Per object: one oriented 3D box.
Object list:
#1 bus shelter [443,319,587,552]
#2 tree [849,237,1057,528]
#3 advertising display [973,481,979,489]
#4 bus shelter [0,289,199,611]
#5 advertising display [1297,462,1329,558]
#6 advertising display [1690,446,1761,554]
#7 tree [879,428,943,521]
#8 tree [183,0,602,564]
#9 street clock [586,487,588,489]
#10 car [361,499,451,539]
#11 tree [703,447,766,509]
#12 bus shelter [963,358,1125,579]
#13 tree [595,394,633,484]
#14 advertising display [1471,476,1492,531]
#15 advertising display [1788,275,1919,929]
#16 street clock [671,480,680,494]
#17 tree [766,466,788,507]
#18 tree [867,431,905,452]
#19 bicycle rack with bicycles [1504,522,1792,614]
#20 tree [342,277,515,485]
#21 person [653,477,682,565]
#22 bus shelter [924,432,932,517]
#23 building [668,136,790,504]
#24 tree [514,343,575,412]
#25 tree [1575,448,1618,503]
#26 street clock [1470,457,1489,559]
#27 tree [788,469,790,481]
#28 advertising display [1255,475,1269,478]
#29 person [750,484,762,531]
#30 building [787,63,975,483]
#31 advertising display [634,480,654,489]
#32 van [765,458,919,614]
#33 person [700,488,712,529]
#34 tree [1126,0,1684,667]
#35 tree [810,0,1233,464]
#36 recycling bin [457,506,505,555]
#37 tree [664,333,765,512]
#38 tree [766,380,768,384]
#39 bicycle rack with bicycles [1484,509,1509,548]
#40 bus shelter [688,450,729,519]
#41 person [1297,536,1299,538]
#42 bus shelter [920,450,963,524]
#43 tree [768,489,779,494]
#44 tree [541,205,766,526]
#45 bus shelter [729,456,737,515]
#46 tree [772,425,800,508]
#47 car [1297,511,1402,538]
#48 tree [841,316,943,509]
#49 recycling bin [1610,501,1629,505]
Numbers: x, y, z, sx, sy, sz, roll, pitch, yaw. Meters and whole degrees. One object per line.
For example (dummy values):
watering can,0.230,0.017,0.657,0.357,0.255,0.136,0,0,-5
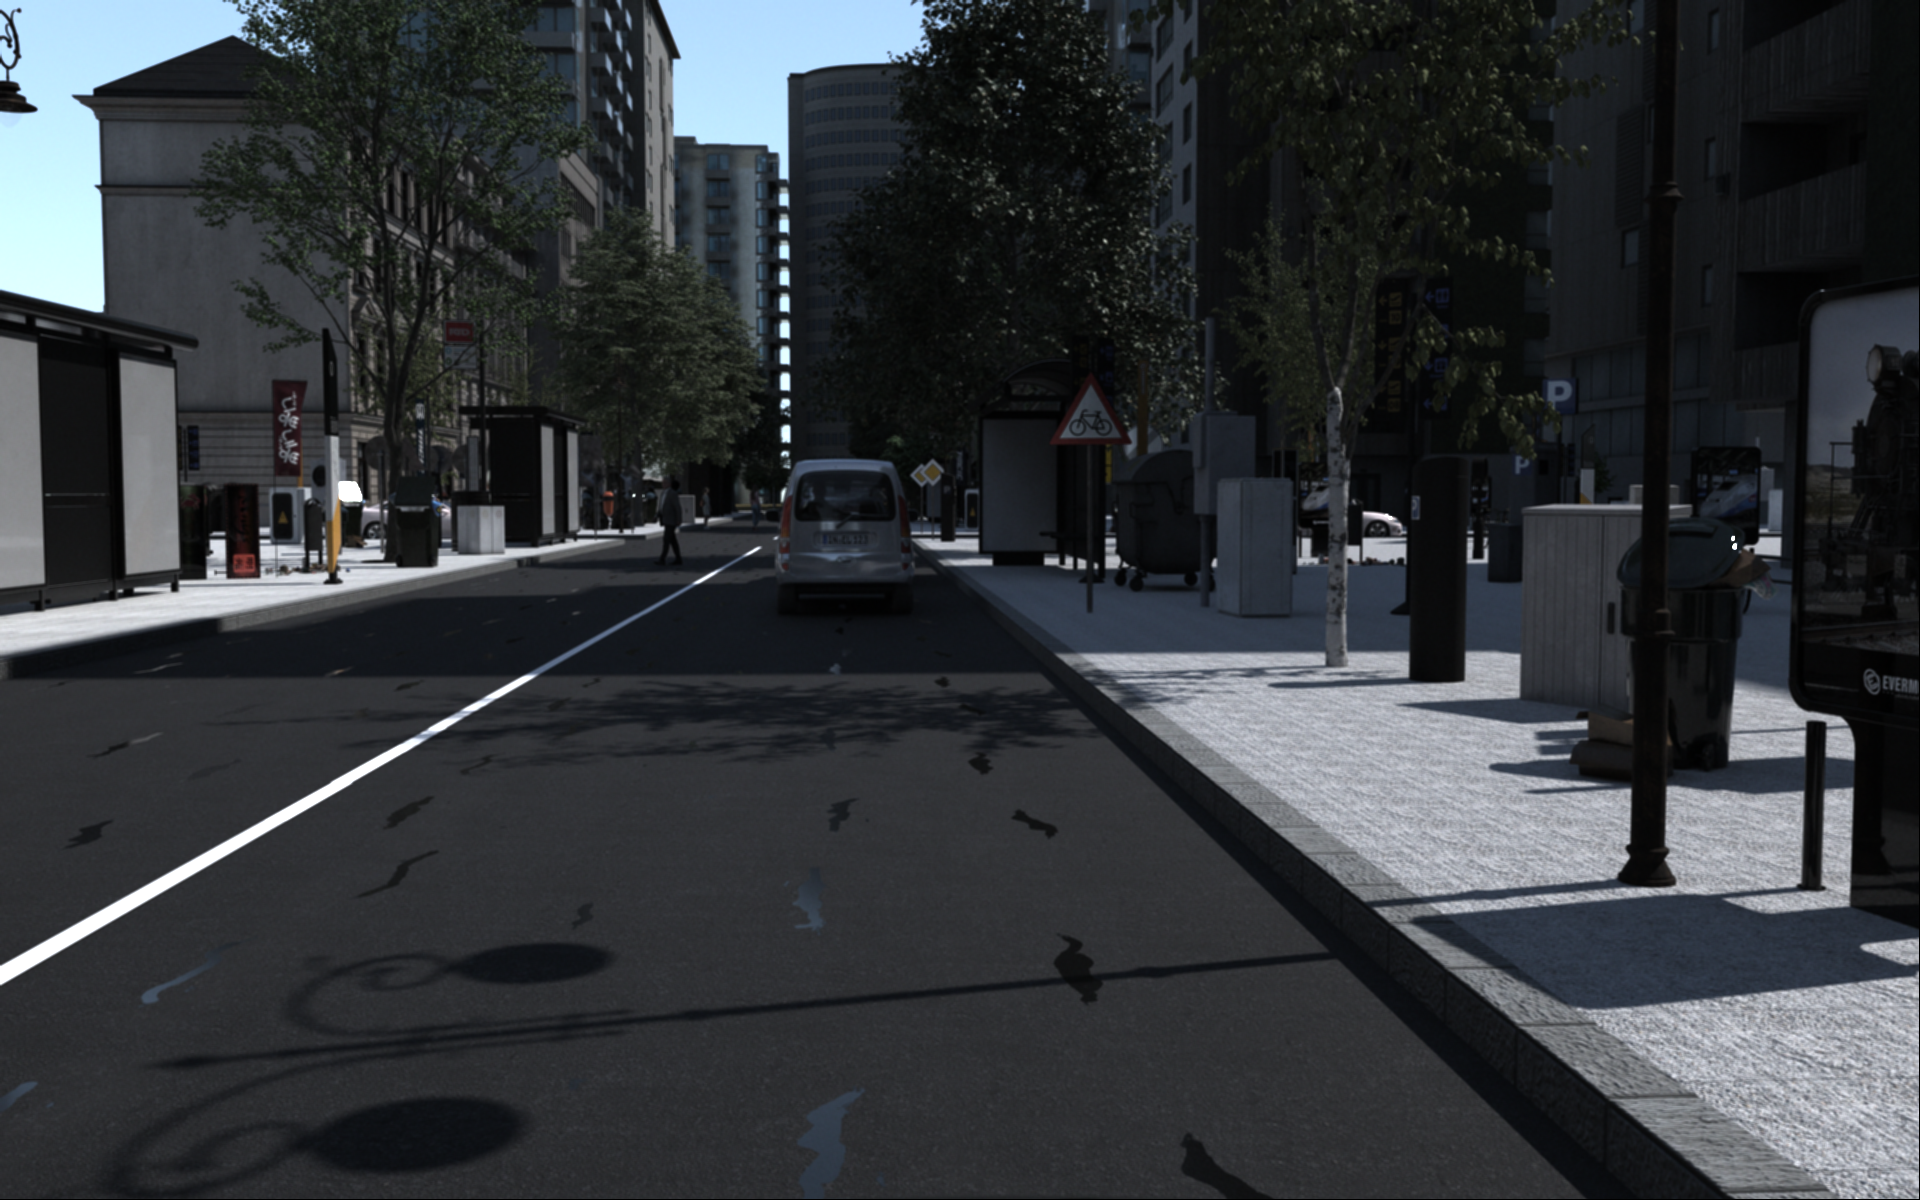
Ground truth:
bus shelter,-10.942,-3.974,42.600,2.179,5.291,8.768,0,4,-3
tree,-0.159,-8.612,66.569,9.928,11.665,9.643,0,3,0
advertising display,0.913,-4.983,86.684,0.123,1.923,0.974,-1,4,-22
bus shelter,-10.792,-2.486,18.280,2.179,5.291,8.768,0,4,-3
advertising display,7.301,-1.826,35.067,0.974,1.923,0.123,-1,4,-11
advertising display,10.413,-1.124,23.588,0.974,1.923,0.123,-1,4,-9
tree,-2.288,-6.098,83.411,4.285,4.588,4.351,0,3,0
tree,-10.437,-6.494,31.934,9.928,11.665,9.643,0,3,0
street clock,-20.031,-5.467,93.959,0.471,2.002,0.358,1,4,9
car,-15.493,-2.349,50.762,4.827,1.381,2.083,0,4,-3
tree,-15.748,-7.868,112.350,4.285,4.588,4.351,0,3,0
bus shelter,1.280,-2.117,28.539,2.014,3.302,5.546,0,4,-4
tree,-22.483,-9.927,112.674,4.360,8.622,3.978,0,3,0
advertising display,18.256,-3.392,60.673,0.123,1.923,0.974,-1,4,-20
advertising display,2.855,0.003,5.165,0.123,1.923,0.974,-1,4,-12
street clock,-15.089,-5.338,91.841,0.471,2.002,0.358,-1,4,-10
tree,-17.971,-10.309,152.262,4.285,4.588,4.351,0,3,0
tree,-6.087,-12.340,152.124,4.360,8.622,3.978,0,3,0
bicycle rack with bicycles,7.787,-0.338,18.907,2.852,0.926,2.925,0,4,3
tree,-18.070,-6.542,57.324,4.737,8.622,4.395,0,3,0
person,-5.927,-1.590,34.893,0.661,1.777,0.834,3,5,41
bus shelter,-1.952,-7.193,95.235,2.179,5.291,8.768,0,4,-3
building,-38.363,-37.599,234.351,30.456,49.044,23.786,0,4,-3
tree,-20.775,-8.133,83.333,4.737,8.622,4.395,0,3,0
tree,26.432,-4.716,71.705,1.663,3.219,1.824,0,3,0
street clock,10.240,-1.810,34.158,0.358,2.002,0.471,2,4,28
tree,-18.161,-11.424,170.494,4.285,4.588,4.351,0,3,0
advertising display,10.161,-3.335,59.738,0.974,1.923,0.123,2,4,26
person,-7.929,-3.602,67.397,0.555,1.821,0.388,2,4,27
building,-8.972,-42.395,235.158,28.212,58.520,21.231,0,4,-3
advertising display,-14.025,-4.375,76.749,0.974,1.923,0.123,-2,4,-31
van,-1.496,-0.925,22.132,2.013,2.044,4.112,0,4,-5
person,-10.483,-3.793,71.513,0.522,1.701,0.512,-2,4,-33
tree,2.875,-3.795,12.408,4.737,8.622,4.395,0,3,0
tree,1.118,-7.366,37.440,9.611,12.733,9.660,0,3,0
recycling bin,-10.214,-1.492,36.941,0.722,1.027,0.722,3,4,36
tree,-16.244,-12.566,122.455,9.611,12.733,9.660,0,3,0
tree,-12.910,-10.139,83.900,7.486,12.596,7.792,0,3,0
bicycle rack with bicycles,13.440,-1.702,41.211,2.925,0.926,2.852,-2,4,-29
bus shelter,-13.689,-6.226,93.079,1.731,3.624,6.357,0,4,-4
person,10.594,-2.789,54.771,0.731,1.740,0.598,0,4,8
bus shelter,-0.597,-4.892,73.912,2.014,3.302,5.546,0,4,-3
tree,-19.426,-11.335,179.927,1.663,3.219,1.824,0,3,0
tree,-13.246,-9.229,69.028,7.486,12.596,7.792,0,3,0
bus shelter,-14.639,-6.972,105.274,1.731,3.624,6.357,0,4,-3
tree,-17.391,-13.050,163.735,4.737,8.622,4.395,0,3,0
car,11.075,-2.483,52.959,4.827,1.381,2.083,0,4,-3
tree,-3.451,-12.332,108.287,9.857,13.997,8.962,0,3,0
recycling bin,24.458,-3.135,63.818,0.722,1.027,0.722,-3,4,-36
